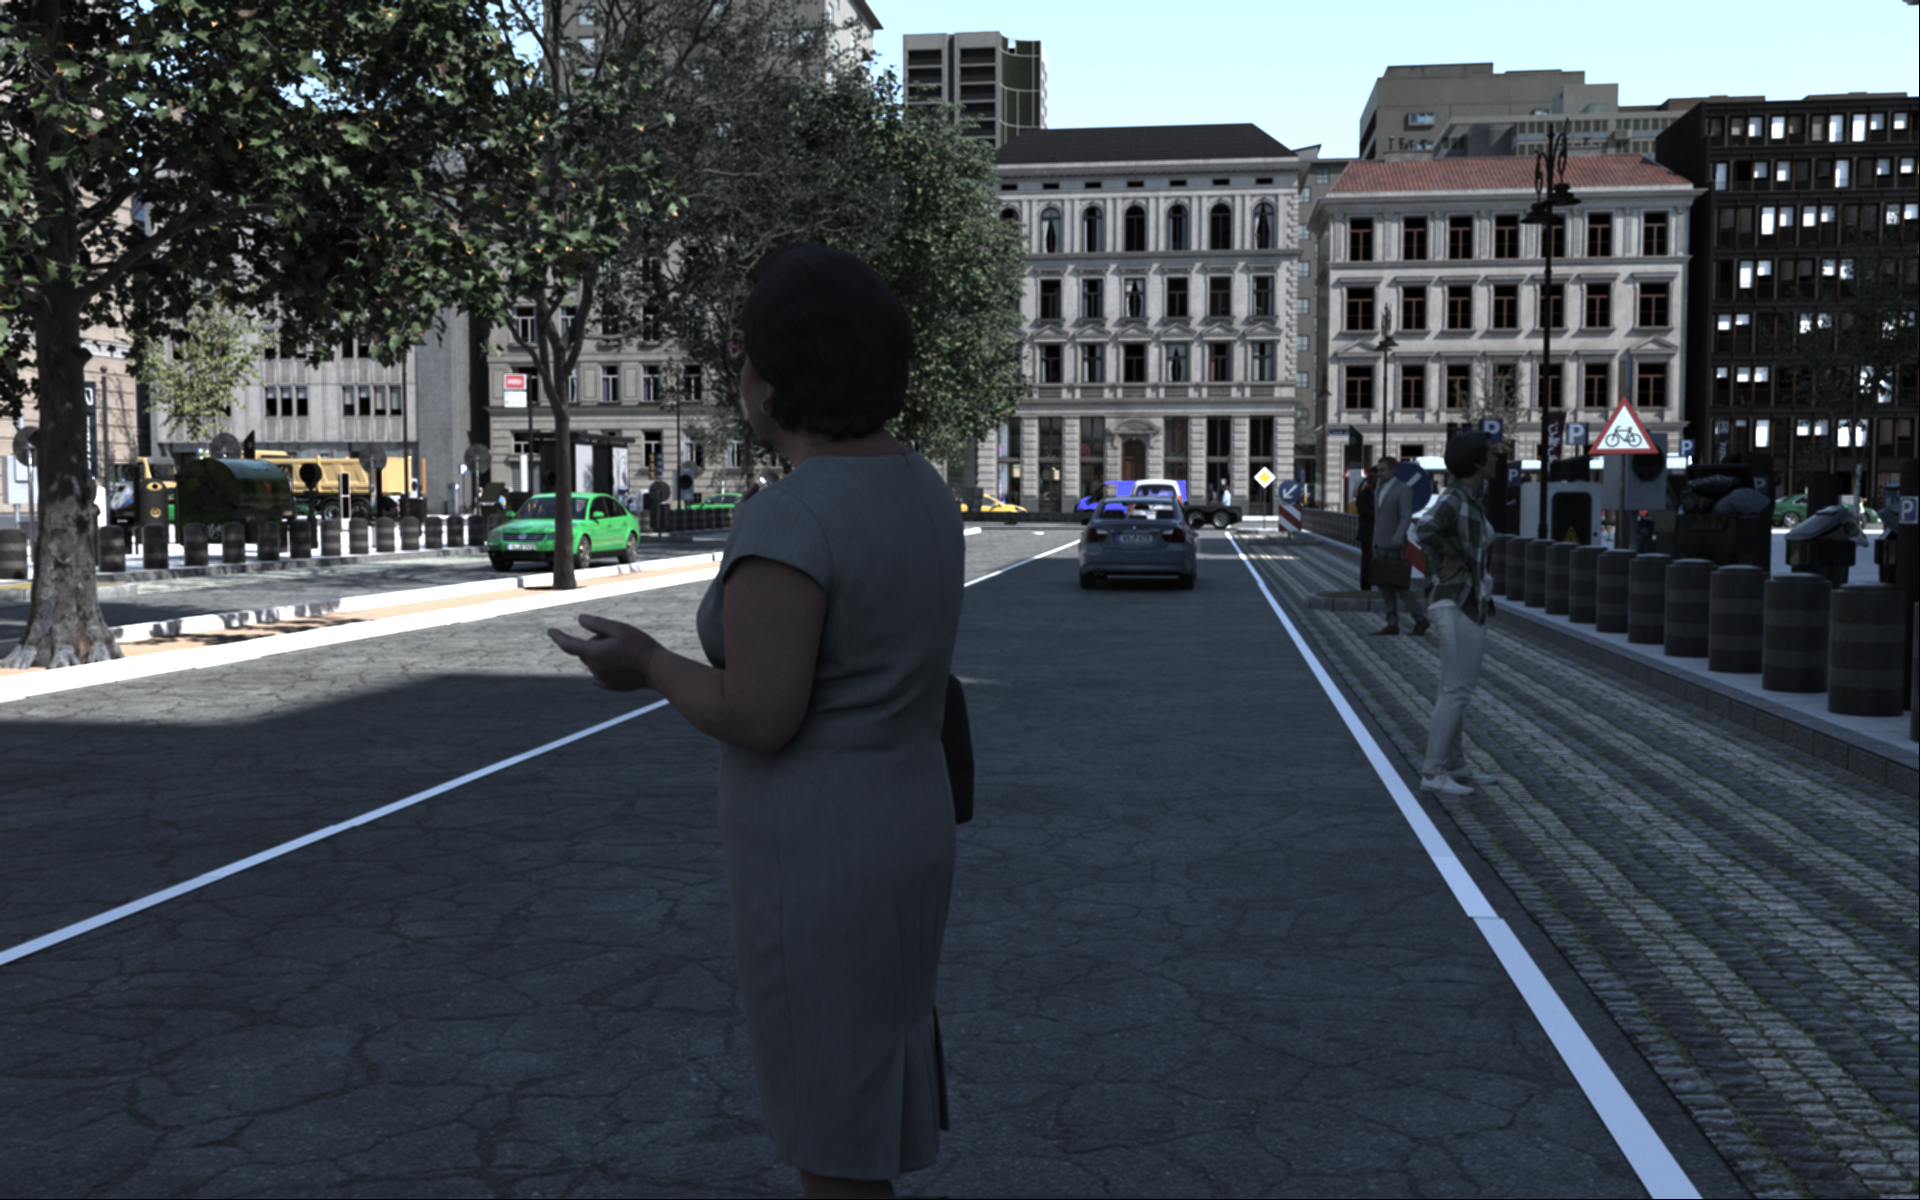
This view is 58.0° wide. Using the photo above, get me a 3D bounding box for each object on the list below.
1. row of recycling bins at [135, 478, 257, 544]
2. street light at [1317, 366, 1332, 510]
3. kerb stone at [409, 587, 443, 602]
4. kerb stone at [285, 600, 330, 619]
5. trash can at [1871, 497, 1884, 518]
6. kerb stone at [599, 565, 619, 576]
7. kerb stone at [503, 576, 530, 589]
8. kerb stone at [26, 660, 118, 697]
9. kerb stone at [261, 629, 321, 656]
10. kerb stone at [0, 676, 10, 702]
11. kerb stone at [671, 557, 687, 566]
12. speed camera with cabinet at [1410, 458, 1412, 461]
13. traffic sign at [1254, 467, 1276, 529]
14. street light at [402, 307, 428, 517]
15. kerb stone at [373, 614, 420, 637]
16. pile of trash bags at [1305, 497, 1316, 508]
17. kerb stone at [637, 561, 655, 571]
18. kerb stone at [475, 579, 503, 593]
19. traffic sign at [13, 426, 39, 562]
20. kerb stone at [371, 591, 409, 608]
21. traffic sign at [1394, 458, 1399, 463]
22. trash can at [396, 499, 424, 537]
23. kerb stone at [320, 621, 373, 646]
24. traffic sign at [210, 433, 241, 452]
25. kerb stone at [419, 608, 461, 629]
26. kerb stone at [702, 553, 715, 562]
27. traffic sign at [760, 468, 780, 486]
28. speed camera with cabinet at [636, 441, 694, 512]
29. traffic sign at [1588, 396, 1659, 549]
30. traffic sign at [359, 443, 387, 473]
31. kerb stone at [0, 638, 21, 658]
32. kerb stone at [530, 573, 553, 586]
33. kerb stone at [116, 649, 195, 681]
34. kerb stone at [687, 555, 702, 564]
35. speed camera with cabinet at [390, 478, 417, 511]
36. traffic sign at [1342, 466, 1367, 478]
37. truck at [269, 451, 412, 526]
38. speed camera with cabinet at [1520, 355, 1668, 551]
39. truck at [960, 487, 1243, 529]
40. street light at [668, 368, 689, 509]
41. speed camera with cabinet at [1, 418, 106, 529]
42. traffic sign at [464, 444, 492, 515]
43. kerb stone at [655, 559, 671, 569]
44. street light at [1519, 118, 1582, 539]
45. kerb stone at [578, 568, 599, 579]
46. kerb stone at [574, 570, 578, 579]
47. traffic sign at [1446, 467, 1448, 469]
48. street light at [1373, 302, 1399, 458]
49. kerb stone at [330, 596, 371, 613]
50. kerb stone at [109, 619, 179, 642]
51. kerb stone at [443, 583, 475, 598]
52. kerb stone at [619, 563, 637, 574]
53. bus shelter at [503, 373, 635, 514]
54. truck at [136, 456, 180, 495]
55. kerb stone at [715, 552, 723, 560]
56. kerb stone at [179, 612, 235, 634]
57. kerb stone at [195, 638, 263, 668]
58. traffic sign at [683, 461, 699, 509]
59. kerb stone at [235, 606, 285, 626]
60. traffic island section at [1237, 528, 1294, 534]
[{"bbox_3d":[-19.429,-2.298,44.679,3.534,1.692,1.069,0,4,-7],"label":"row of recycling bins"},{"bbox_3d":[13.110,-5.483,62.439,0.468,5.910,1.993,0,4,8],"label":"street light"},{"bbox_3d":[-7.229,-0.056,23.187,0.120,0.150,1.000,0,4,8],"label":"kerb stone"},{"bbox_3d":[-7.657,0.129,20.138,0.120,0.150,1.000,0,4,8],"label":"kerb stone"},{"bbox_3d":[48.869,-4.926,92.189,0.748,1.137,0.748,0,3,0],"label":"trash can"},{"bbox_3d":[-6.241,-0.493,30.327,0.120,0.150,1.000,0,4,8],"label":"kerb stone"},{"bbox_3d":[-6.811,-0.247,26.264,0.120,0.150,1.000,0,4,8],"label":"kerb stone"},{"bbox_3d":[-6.567,0.581,12.715,0.120,0.150,1.000,0,4,8],"label":"kerb stone"},{"bbox_3d":[-6.148,0.400,15.761,0.120,0.150,1.000,0,4,8],"label":"kerb stone"},{"bbox_3d":[-6.704,0.643,11.696,0.120,0.150,1.000,0,4,8],"label":"kerb stone"},{"bbox_3d":[-5.677,-0.737,34.397,0.120,0.150,1.000,0,4,8],"label":"kerb stone"},{"bbox_3d":[24.103,-6.182,95.419,2.038,3.252,0.660,2,4,24],"label":"speed camera with cabinet"},{"bbox_3d":[11.097,-3.638,63.121,0.795,2.450,0.064,0,4,8],"label":"traffic sign"},{"bbox_3d":[-12.893,-4.127,40.259,0.468,5.910,1.993,0,4,8],"label":"street light"},{"bbox_3d":[-5.863,0.271,17.802,0.120,0.150,1.000,0,4,8],"label":"kerb stone"},{"bbox_3d":[29.178,-8.102,142.225,3.447,1.369,1.912,1,4,21],"label":"pile of trash bags"},{"bbox_3d":[-5.966,-0.619,32.363,0.120,0.150,1.000,0,4,8],"label":"kerb stone"},{"bbox_3d":[-6.953,-0.186,25.237,0.120,0.150,1.000,0,4,8],"label":"kerb stone"},{"bbox_3d":[-17.408,-1.978,32.448,0.768,2.556,0.104,1,4,11],"label":"traffic sign"},{"bbox_3d":[-7.373,0.005,22.172,0.120,0.150,1.000,0,4,8],"label":"kerb stone"},{"bbox_3d":[15.127,-3.717,60.886,0.768,2.556,0.104,1,4,17],"label":"traffic sign"},{"bbox_3d":[-15.730,-2.319,49.565,0.748,1.137,0.748,0,3,0],"label":"trash can"},{"bbox_3d":[-6.007,0.332,16.775,0.120,0.150,1.000,0,4,8],"label":"kerb stone"},{"bbox_3d":[-15.259,-2.193,35.969,0.768,2.556,0.104,1,4,17],"label":"traffic sign"},{"bbox_3d":[-5.721,0.207,18.818,0.120,0.150,1.000,0,4,8],"label":"kerb stone"},{"bbox_3d":[-5.399,-0.868,36.442,0.120,0.150,1.000,0,4,8],"label":"kerb stone"},{"bbox_3d":[-7.219,-3.794,65.675,0.795,2.450,0.064,0,4,8],"label":"traffic sign"},{"bbox_3d":[-10.856,-4.244,63.722,2.038,3.252,0.660,-2,4,-23],"label":"speed camera with cabinet"},{"bbox_3d":[8.824,-1.412,23.085,0.884,2.594,0.081,1,4,16],"label":"traffic sign"},{"bbox_3d":[-14.795,-2.663,43.642,0.768,2.556,0.104,1,4,11],"label":"traffic sign"},{"bbox_3d":[-8.364,0.437,15.052,0.120,0.150,1.000,0,4,8],"label":"kerb stone"},{"bbox_3d":[-6.665,-0.311,27.278,0.120,0.150,1.000,0,4,8],"label":"kerb stone"},{"bbox_3d":[-6.426,0.518,13.730,0.120,0.150,1.000,0,4,8],"label":"kerb stone"},{"bbox_3d":[-5.533,-0.809,35.417,0.120,0.150,1.000,0,4,8],"label":"kerb stone"},{"bbox_3d":[-30.824,-6.214,95.928,0.660,3.252,2.038,1,4,12],"label":"speed camera with cabinet"},{"bbox_3d":[13.219,-3.543,57.933,0.884,2.594,0.081,1,4,17],"label":"traffic sign"},{"bbox_3d":[-29.478,-4.956,76.952,9.791,3.379,3.469,1,4,9],"label":"truck"},{"bbox_3d":[8.953,-1.842,24.451,2.038,3.252,0.660,-1,4,-17],"label":"speed camera with cabinet"},{"bbox_3d":[2.200,-5.015,71.750,18.799,4.110,2.967,1,4,10],"label":"truck"},{"bbox_3d":[-9.892,-5.387,60.872,0.468,5.910,1.993,0,4,8],"label":"street light"},{"bbox_3d":[-20.910,-2.791,39.975,2.038,3.252,0.660,-3,5,-41],"label":"speed camera with cabinet"},{"bbox_3d":[-12.173,-2.667,43.704,0.768,2.556,0.104,1,4,14],"label":"traffic sign"},{"bbox_3d":[-5.825,-0.684,33.378,0.120,0.150,1.000,0,4,8],"label":"kerb stone"},{"bbox_3d":[7.386,-2.999,21.816,0.468,5.910,1.993,0,4,8],"label":"street light"},{"bbox_3d":[-6.389,-0.435,29.312,0.120,0.150,1.000,0,4,8],"label":"kerb stone"},{"bbox_3d":[-6.519,-0.373,28.295,0.120,0.150,1.000,0,4,8],"label":"kerb stone"},{"bbox_3d":[13.380,-2.834,46.448,0.768,2.556,0.104,1,4,10],"label":"traffic sign"},{"bbox_3d":[10.289,-4.231,41.961,0.468,5.910,1.993,0,4,8],"label":"street light"},{"bbox_3d":[-7.517,0.064,21.158,0.120,0.150,1.000,0,4,8],"label":"kerb stone"},{"bbox_3d":[-8.086,0.318,17.093,0.120,0.150,1.000,0,4,8],"label":"kerb stone"},{"bbox_3d":[-7.086,-0.123,24.211,0.120,0.150,1.000,0,4,8],"label":"kerb stone"},{"bbox_3d":[-6.106,-0.559,31.342,0.120,0.150,1.000,0,4,8],"label":"kerb stone"},{"bbox_3d":[-13.710,-5.045,60.115,2.179,5.291,8.768,0,4,8],"label":"bus shelter"},{"bbox_3d":[-43.961,-5.620,87.807,9.791,3.379,3.469,0,4,6],"label":"truck"},{"bbox_3d":[-5.247,-0.933,37.456,0.120,0.150,1.000,0,4,8],"label":"kerb stone"},{"bbox_3d":[-7.936,0.250,18.107,0.120,0.150,1.000,0,4,8],"label":"kerb stone"},{"bbox_3d":[-6.279,0.465,14.745,0.120,0.150,1.000,0,4,8],"label":"kerb stone"},{"bbox_3d":[-10.326,-4.035,66.075,0.768,2.556,0.104,1,4,12],"label":"traffic sign"},{"bbox_3d":[-7.796,0.193,19.122,0.120,0.150,1.000,0,4,8],"label":"kerb stone"},{"bbox_3d":[11.122,-2.502,63.195,2.009,0.180,2.903,0,4,8],"label":"traffic island section"}]
